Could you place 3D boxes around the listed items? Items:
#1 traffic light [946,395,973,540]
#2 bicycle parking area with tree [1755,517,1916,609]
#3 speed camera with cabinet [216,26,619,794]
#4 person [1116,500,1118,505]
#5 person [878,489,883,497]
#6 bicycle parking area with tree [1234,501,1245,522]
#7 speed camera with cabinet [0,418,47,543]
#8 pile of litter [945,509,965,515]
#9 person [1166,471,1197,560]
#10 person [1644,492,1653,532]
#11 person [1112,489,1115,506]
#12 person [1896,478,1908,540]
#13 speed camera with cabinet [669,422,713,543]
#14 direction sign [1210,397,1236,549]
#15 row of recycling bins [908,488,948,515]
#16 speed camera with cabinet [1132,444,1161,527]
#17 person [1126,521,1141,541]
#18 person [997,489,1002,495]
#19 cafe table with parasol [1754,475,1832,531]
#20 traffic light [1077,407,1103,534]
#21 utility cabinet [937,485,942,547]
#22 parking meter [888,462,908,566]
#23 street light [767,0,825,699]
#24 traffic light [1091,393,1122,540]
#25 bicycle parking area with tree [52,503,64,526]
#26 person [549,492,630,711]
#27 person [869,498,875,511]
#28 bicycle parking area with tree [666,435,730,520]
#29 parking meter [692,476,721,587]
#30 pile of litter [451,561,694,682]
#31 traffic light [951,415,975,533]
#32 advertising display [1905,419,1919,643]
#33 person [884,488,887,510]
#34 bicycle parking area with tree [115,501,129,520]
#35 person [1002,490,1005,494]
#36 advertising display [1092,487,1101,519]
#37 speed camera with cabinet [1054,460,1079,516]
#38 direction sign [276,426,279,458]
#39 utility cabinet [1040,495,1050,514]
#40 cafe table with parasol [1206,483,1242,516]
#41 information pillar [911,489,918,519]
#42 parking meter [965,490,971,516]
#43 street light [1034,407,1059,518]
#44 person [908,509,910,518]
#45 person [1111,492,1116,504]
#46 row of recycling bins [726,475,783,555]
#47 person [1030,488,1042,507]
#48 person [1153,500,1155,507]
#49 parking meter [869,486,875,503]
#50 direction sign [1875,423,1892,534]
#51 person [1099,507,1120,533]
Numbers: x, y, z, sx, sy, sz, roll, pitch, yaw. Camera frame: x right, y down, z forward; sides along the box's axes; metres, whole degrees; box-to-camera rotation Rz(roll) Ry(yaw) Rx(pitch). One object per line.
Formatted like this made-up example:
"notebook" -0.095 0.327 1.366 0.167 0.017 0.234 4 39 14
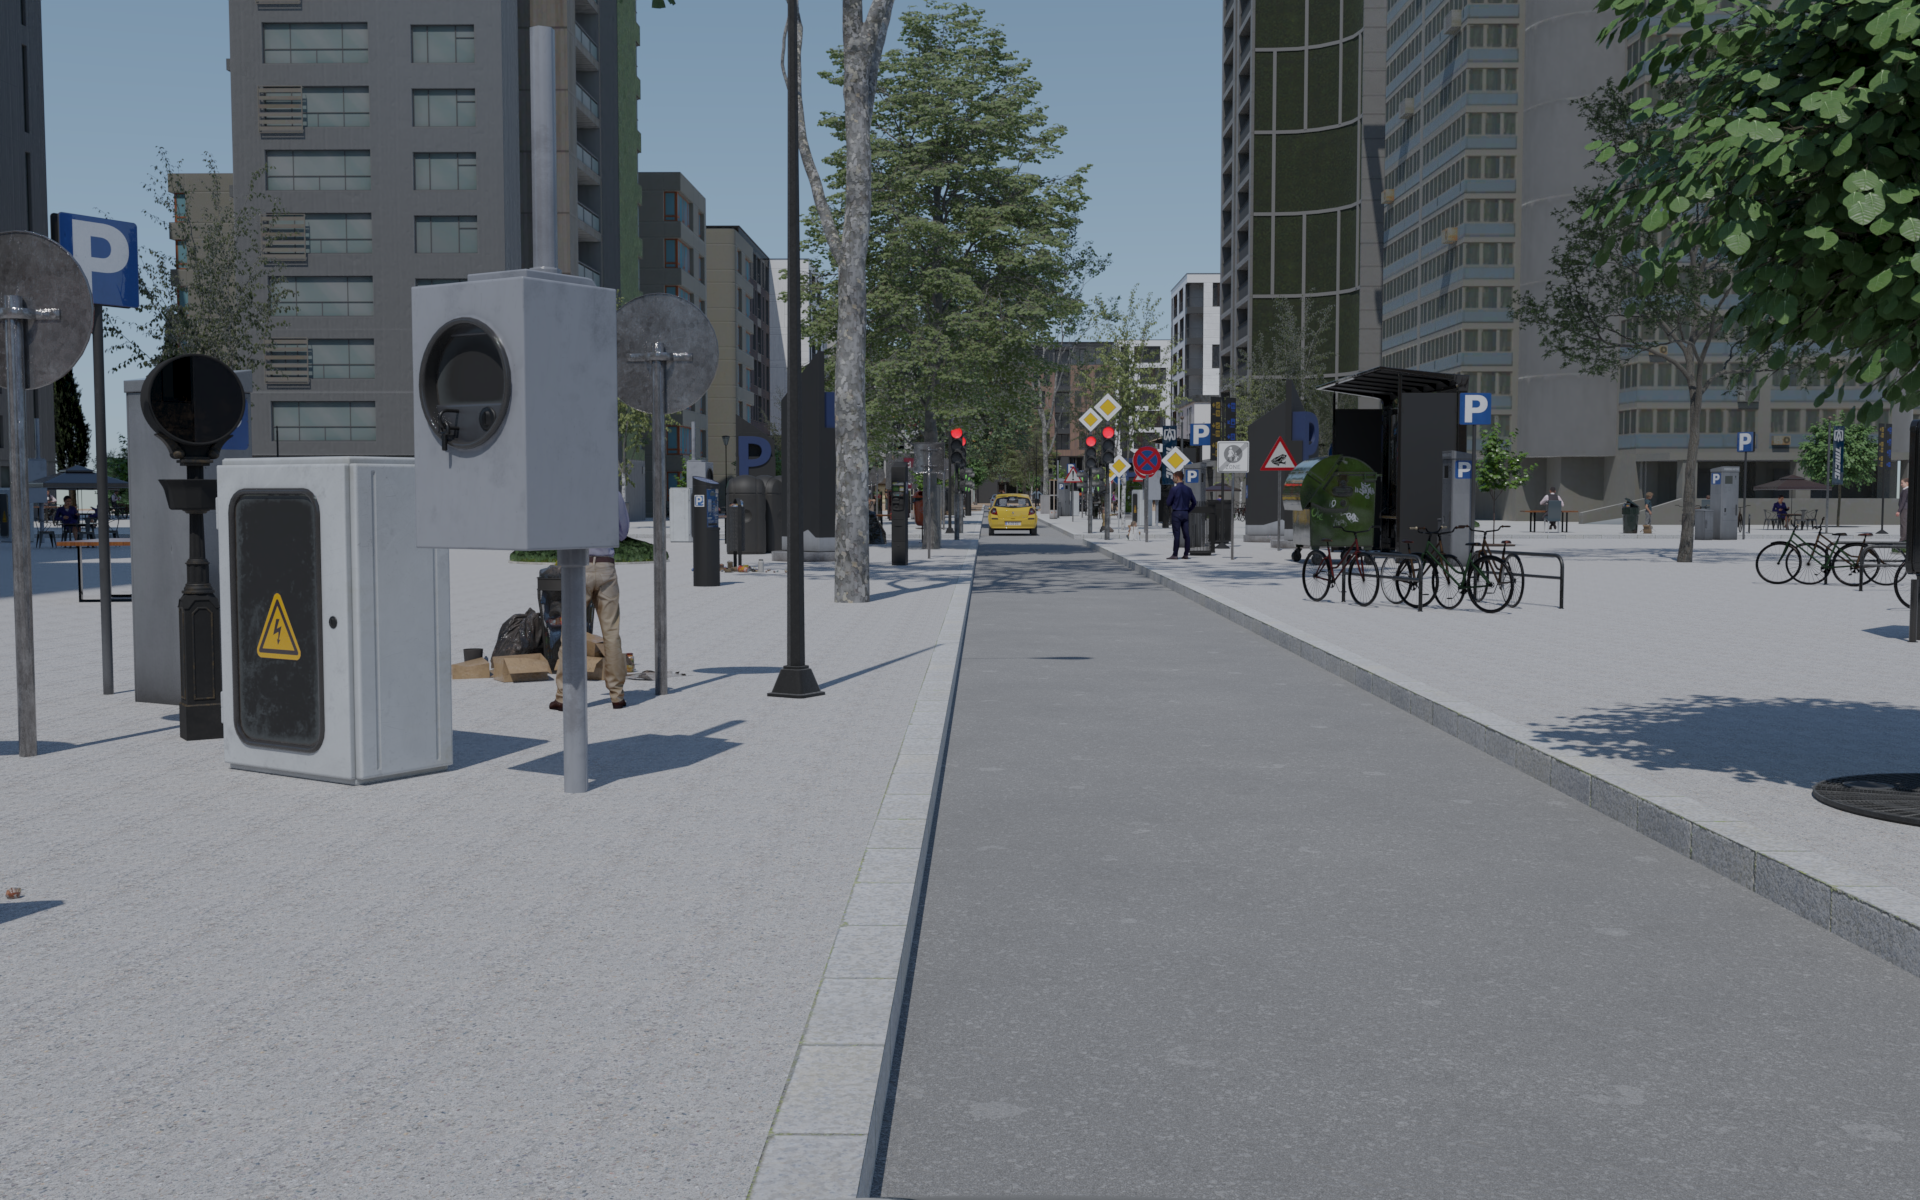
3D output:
"traffic light" -0.070 -3.633 48.321 0.839 4.253 0.868 0 4 1
"bicycle parking area with tree" 14.315 -2.045 20.442 9.016 4.147 8.231 2 4 26
"speed camera with cabinet" -2.453 -0.815 7.668 2.038 3.252 0.660 2 4 33
"person" 15.528 -10.174 172.343 1.348 1.831 0.705 -1 4 -17
"person" -8.941 -11.317 191.089 0.705 1.823 1.348 -3 5 -39
"bicycle parking area with tree" 16.178 -5.793 81.717 8.231 4.147 9.016 0 4 -6
"speed camera with cabinet" -24.753 -3.141 45.696 2.038 3.252 0.660 3 5 43
"pile of litter" -0.398 -5.655 106.432 1.719 0.858 1.176 -3 4 -38
"person" 4.290 -1.668 34.027 0.576 1.737 0.504 -3 5 -40
"person" 23.317 -2.974 58.581 0.340 1.345 0.435 1 4 10
"person" 14.689 -9.612 163.904 0.721 1.736 1.217 -2 4 -27
"person" 23.996 -2.279 44.106 0.445 1.727 0.742 1 4 11
"speed camera with cabinet" -7.222 -3.202 46.681 0.660 3.252 2.038 1 4 10
"direction sign" 6.158 -2.972 40.587 0.876 3.537 0.379 -3 5 -41
"row of recycling bins" -2.205 -6.194 108.384 3.534 1.692 1.069 -1 4 -12
"speed camera with cabinet" 7.383 -4.548 68.690 0.660 3.252 2.038 -1 4 -12
"person" 4.777 -1.899 47.560 0.381 0.543 0.357 -1 4 -11
"person" 2.558 -6.139 109.696 0.431 1.722 0.655 0 4 -4
"cafe table with parasol" 29.521 -3.462 61.473 2.610 1.966 2.610 -2 4 -34
"traffic light" 4.214 -4.118 56.257 0.839 4.253 0.868 0 4 1
"utility cabinet" -0.615 -2.024 41.776 0.318 1.500 1.173 0 4 1
"parking meter" -1.084 -1.556 31.159 0.255 1.863 0.399 0 4 8
"street light" -0.502 -2.342 10.832 1.470 5.913 1.316 0 4 1
"traffic light" 4.091 -3.630 48.273 0.839 4.253 0.868 0 4 1
"bicycle parking area with tree" -39.264 -4.879 66.777 8.231 4.147 9.016 0 4 6
"person" -2.223 -0.136 10.328 0.516 1.574 0.319 -1 4 -16
"person" -2.819 -2.577 54.540 0.435 1.345 0.340 1 4 13
"bicycle parking area with tree" -11.140 -6.153 87.602 9.016 4.147 8.231 2 4 24
"parking meter" -3.529 -0.959 24.090 0.372 1.533 0.369 0 3 0
"pile of litter" -2.822 0.107 12.209 1.719 0.858 1.176 2 4 24
"traffic light" 0.053 -4.121 56.305 0.839 4.253 0.868 0 4 1
"advertising display" 8.552 -0.613 15.236 0.974 1.923 0.123 -3 5 -44
"person" -5.847 -8.103 138.539 0.705 1.822 1.348 0 4 0
"bicycle parking area with tree" -38.778 -6.221 88.723 8.231 4.147 9.016 1 4 12
"person" 2.965 -6.592 116.986 0.576 1.737 0.504 -2 4 -31
"advertising display" 6.987 -5.146 89.351 0.123 1.923 0.974 2 4 35
"speed camera with cabinet" 6.212 -6.534 101.162 0.660 3.252 2.038 -2 4 -27
"direction sign" -22.769 -4.028 57.850 0.379 3.537 0.876 -1 4 -20
"utility cabinet" 5.668 -6.168 112.006 1.020 1.237 0.306 -3 4 -37
"cafe table with parasol" 15.151 -5.844 100.409 2.610 1.966 2.610 -1 4 -10
"information pillar" -2.315 -5.116 88.136 0.304 2.012 0.304 -2 4 -30
"parking meter" 0.481 -5.671 101.137 0.372 1.533 0.369 0 3 0
"street light" 4.620 -7.329 92.365 1.470 5.913 1.316 0 4 1
"person" -1.967 -3.023 57.680 0.590 1.554 0.614 2 4 32
"person" 12.269 -7.872 137.976 0.991 1.433 0.599 -2 4 -25
"row of recycling bins" -4.157 -1.906 38.280 1.069 1.692 3.534 1 4 16
"person" 6.409 -8.448 144.161 1.348 1.826 0.705 0 4 0
"person" 19.485 -10.204 172.968 1.348 1.812 0.705 0 4 -2
"parking meter" -4.773 -5.361 93.361 0.399 1.863 0.255 3 5 41
"direction sign" 29.684 -3.894 55.656 0.876 3.537 0.379 -3 4 -38
"person" 4.973 -2.682 57.823 0.695 0.859 0.347 0 4 -4
